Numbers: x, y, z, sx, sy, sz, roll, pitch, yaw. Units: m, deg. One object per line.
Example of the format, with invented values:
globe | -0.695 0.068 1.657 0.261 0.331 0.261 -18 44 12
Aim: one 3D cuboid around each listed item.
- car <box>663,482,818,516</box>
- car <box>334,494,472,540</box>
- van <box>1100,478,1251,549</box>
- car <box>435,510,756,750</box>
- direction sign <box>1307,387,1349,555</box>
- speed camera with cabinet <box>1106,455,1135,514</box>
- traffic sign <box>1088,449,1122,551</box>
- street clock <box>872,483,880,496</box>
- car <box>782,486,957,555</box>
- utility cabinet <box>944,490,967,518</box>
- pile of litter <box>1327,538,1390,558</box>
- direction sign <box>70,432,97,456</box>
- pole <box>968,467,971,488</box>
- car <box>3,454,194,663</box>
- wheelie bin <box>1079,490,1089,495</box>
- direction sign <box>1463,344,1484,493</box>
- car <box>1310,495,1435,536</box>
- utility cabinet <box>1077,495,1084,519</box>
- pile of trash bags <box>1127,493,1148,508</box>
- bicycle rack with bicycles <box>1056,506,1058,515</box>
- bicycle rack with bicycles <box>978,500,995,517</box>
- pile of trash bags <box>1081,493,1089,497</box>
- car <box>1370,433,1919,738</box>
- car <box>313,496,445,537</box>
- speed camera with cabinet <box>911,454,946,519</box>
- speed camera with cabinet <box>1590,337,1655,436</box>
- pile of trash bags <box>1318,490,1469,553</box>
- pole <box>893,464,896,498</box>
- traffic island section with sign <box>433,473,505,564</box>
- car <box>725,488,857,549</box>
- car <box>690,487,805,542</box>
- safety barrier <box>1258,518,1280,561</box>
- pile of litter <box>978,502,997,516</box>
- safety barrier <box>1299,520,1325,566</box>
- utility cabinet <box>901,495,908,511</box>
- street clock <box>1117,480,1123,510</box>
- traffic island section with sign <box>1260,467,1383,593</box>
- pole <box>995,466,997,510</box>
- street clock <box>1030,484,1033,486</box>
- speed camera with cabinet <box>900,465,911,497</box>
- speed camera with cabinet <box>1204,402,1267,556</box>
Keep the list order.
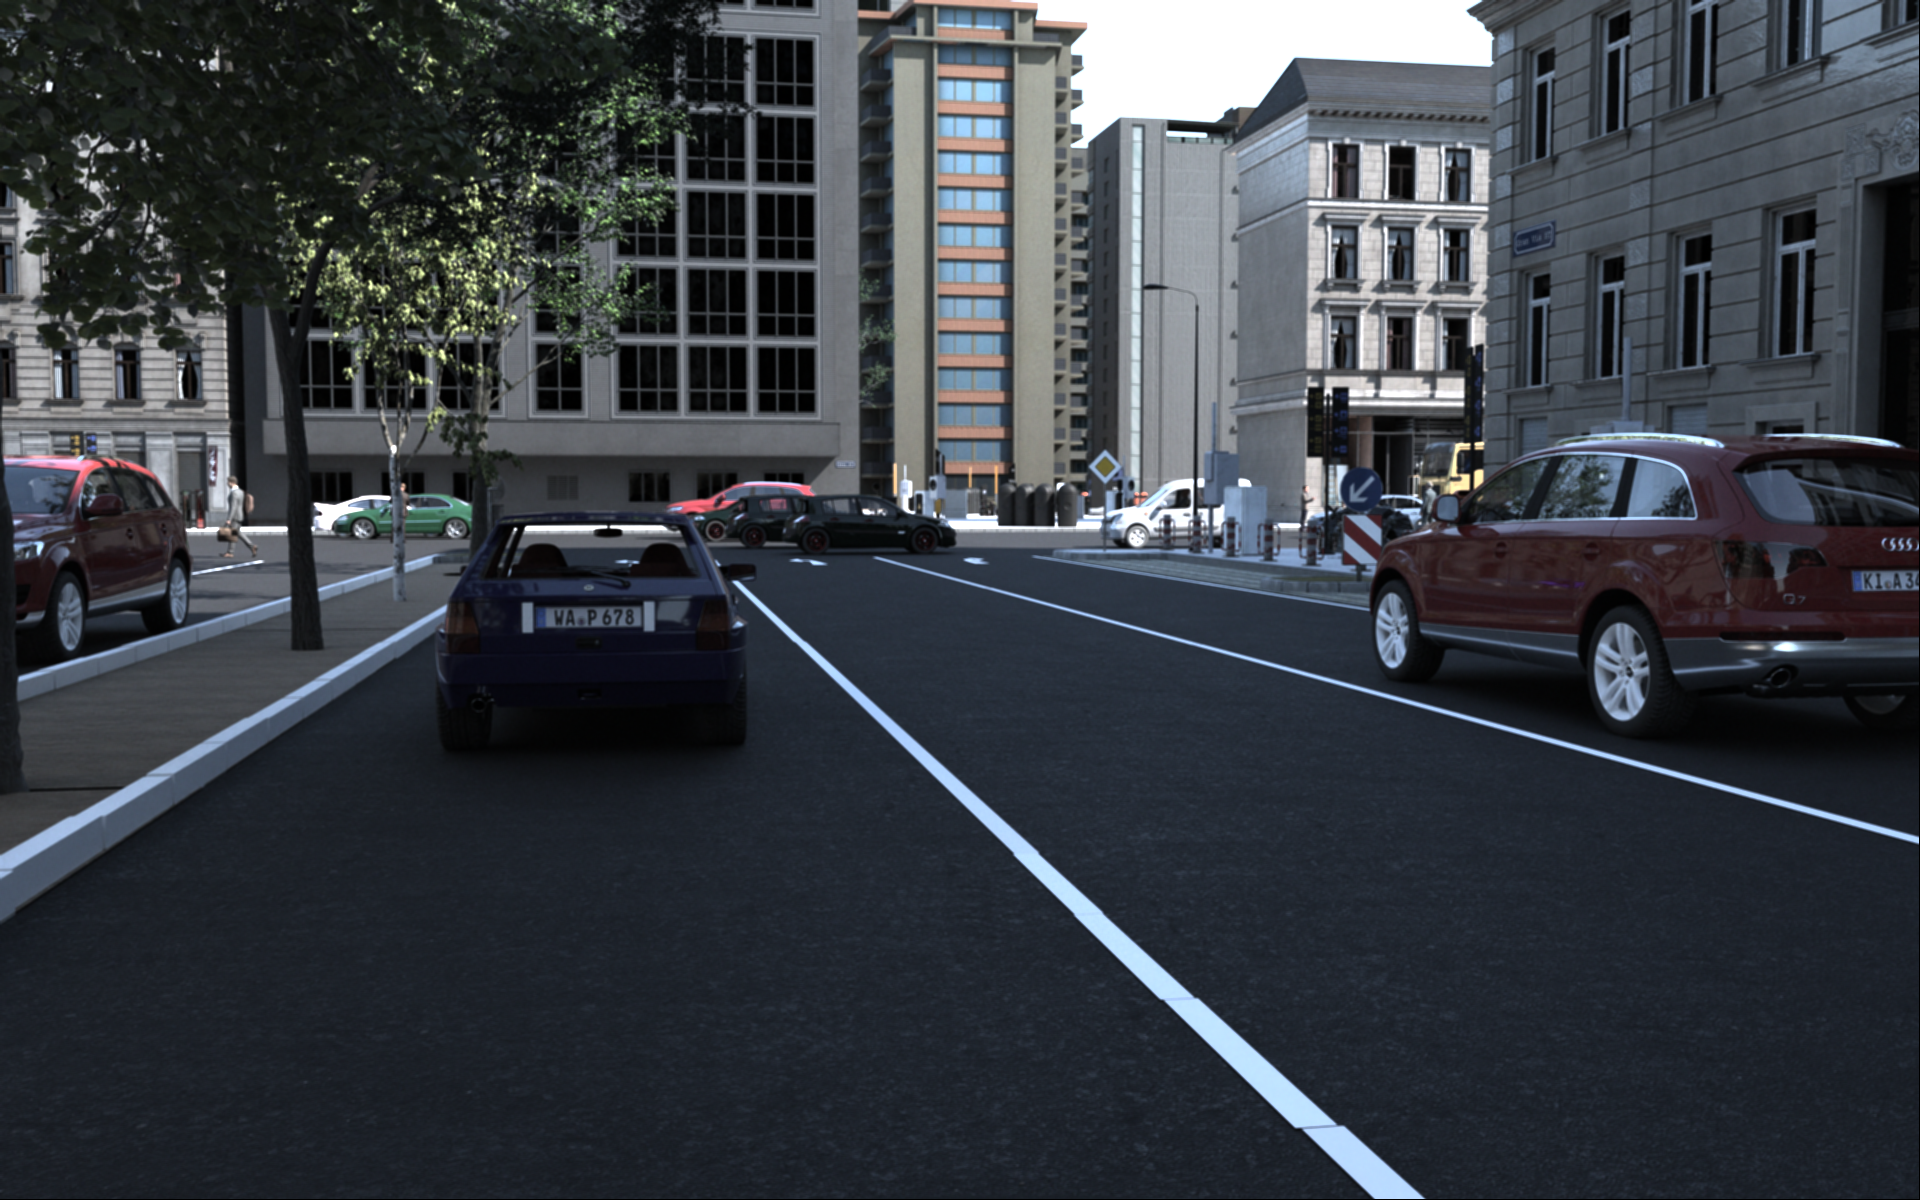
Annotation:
car | -6.965 -2.896 56.027 5.304 1.827 2.281 -1 4 -8
car | -17.474 -2.670 55.456 4.920 1.459 2.131 -1 4 -10
van | 5.806 -2.406 46.344 4.112 2.044 2.013 -1 4 -8
car | -2.272 0.088 11.139 1.945 1.354 3.894 -1 4 -9
direction sign | 7.790 -2.737 36.743 0.876 3.537 0.379 0 4 -3
speed camera with cabinet | 8.130 -5.730 88.029 0.660 3.252 2.038 3 4 36
traffic sign | 3.230 -2.142 38.659 0.795 2.450 0.064 -1 4 -10
street clock | -5.433 -6.585 112.236 0.471 2.002 0.358 -1 4 -22
car | -2.190 -1.962 41.858 4.222 1.686 2.009 -1 4 -11
utility cabinet | -0.215 -5.005 90.517 1.173 1.500 0.318 1 4 13
pile of litter | 8.170 -1.250 34.400 1.176 0.858 1.719 -3 4 -39
direction sign | -32.265 -4.394 63.834 0.876 3.537 0.379 -1 4 -18
pole | 0.730 -8.353 130.407 0.158 3.312 0.155 0 3 0
car | -8.830 -0.463 16.244 2.281 1.827 5.304 -1 4 -9
wheelie bin | 8.722 -7.052 123.214 0.980 1.594 0.693 1 4 17
direction sign | 7.866 -2.116 26.595 0.379 3.537 0.876 0 4 0
car | 13.621 -2.731 56.653 4.499 1.417 2.014 -1 4 -11
utility cabinet | 5.935 -4.828 90.103 1.020 1.237 0.306 1 4 13
pile of trash bags | 13.352 -7.354 129.991 1.912 1.369 3.447 1 4 10
bicycle rack with bicycles | 4.984 -5.602 104.981 2.852 0.926 2.925 -3 5 -43
bicycle rack with bicycles | 2.083 -5.178 98.049 2.852 0.926 2.925 2 4 23
pile of trash bags | 9.288 -7.178 127.109 3.447 1.369 1.912 1 4 11
car | 4.594 -0.193 11.836 2.281 1.827 5.304 -1 4 -11
car | -19.203 -2.808 58.277 4.827 1.381 2.083 -1 4 -9
speed camera with cabinet | -1.479 -5.577 85.512 0.660 3.252 2.038 -2 4 -34
speed camera with cabinet | 9.143 -1.697 22.086 2.038 3.252 0.660 0 4 6
pile of trash bags | 9.764 -1.762 38.553 3.447 1.369 1.912 0 4 5
pole | -4.374 -7.449 115.638 0.158 3.312 0.155 0 3 0
traffic island section with sign | -9.987 -1.739 36.564 2.006 1.907 1.989 -1 4 -10
car | -4.181 -2.239 46.393 4.222 1.686 2.009 -1 4 -10
car | -6.298 -2.637 52.908 4.222 1.686 2.009 -1 4 -12
safety barrier | 5.892 -1.149 33.065 0.300 0.817 1.120 -1 4 -10
pile of litter | 1.807 -5.307 100.742 1.719 0.858 1.176 0 4 -2
safety barrier | 6.282 -1.019 30.939 0.300 0.817 1.120 -1 4 -10
utility cabinet | -3.622 -6.246 113.284 0.306 1.237 1.020 -1 4 -11
street clock | 8.001 -5.020 86.646 0.358 2.002 0.471 1 4 9
traffic island section with sign | 5.597 -1.058 25.927 1.989 1.847 2.006 -1 4 -10
pole | 2.606 -8.006 124.739 0.158 3.312 0.155 0 3 0
street clock | 5.077 -7.301 123.947 0.358 2.002 0.471 -1 4 -18
speed camera with cabinet | -3.050 -7.585 118.342 2.038 3.252 0.660 1 4 16
speed camera with cabinet | 5.851 -2.599 36.834 0.660 3.252 2.038 -1 4 -16
